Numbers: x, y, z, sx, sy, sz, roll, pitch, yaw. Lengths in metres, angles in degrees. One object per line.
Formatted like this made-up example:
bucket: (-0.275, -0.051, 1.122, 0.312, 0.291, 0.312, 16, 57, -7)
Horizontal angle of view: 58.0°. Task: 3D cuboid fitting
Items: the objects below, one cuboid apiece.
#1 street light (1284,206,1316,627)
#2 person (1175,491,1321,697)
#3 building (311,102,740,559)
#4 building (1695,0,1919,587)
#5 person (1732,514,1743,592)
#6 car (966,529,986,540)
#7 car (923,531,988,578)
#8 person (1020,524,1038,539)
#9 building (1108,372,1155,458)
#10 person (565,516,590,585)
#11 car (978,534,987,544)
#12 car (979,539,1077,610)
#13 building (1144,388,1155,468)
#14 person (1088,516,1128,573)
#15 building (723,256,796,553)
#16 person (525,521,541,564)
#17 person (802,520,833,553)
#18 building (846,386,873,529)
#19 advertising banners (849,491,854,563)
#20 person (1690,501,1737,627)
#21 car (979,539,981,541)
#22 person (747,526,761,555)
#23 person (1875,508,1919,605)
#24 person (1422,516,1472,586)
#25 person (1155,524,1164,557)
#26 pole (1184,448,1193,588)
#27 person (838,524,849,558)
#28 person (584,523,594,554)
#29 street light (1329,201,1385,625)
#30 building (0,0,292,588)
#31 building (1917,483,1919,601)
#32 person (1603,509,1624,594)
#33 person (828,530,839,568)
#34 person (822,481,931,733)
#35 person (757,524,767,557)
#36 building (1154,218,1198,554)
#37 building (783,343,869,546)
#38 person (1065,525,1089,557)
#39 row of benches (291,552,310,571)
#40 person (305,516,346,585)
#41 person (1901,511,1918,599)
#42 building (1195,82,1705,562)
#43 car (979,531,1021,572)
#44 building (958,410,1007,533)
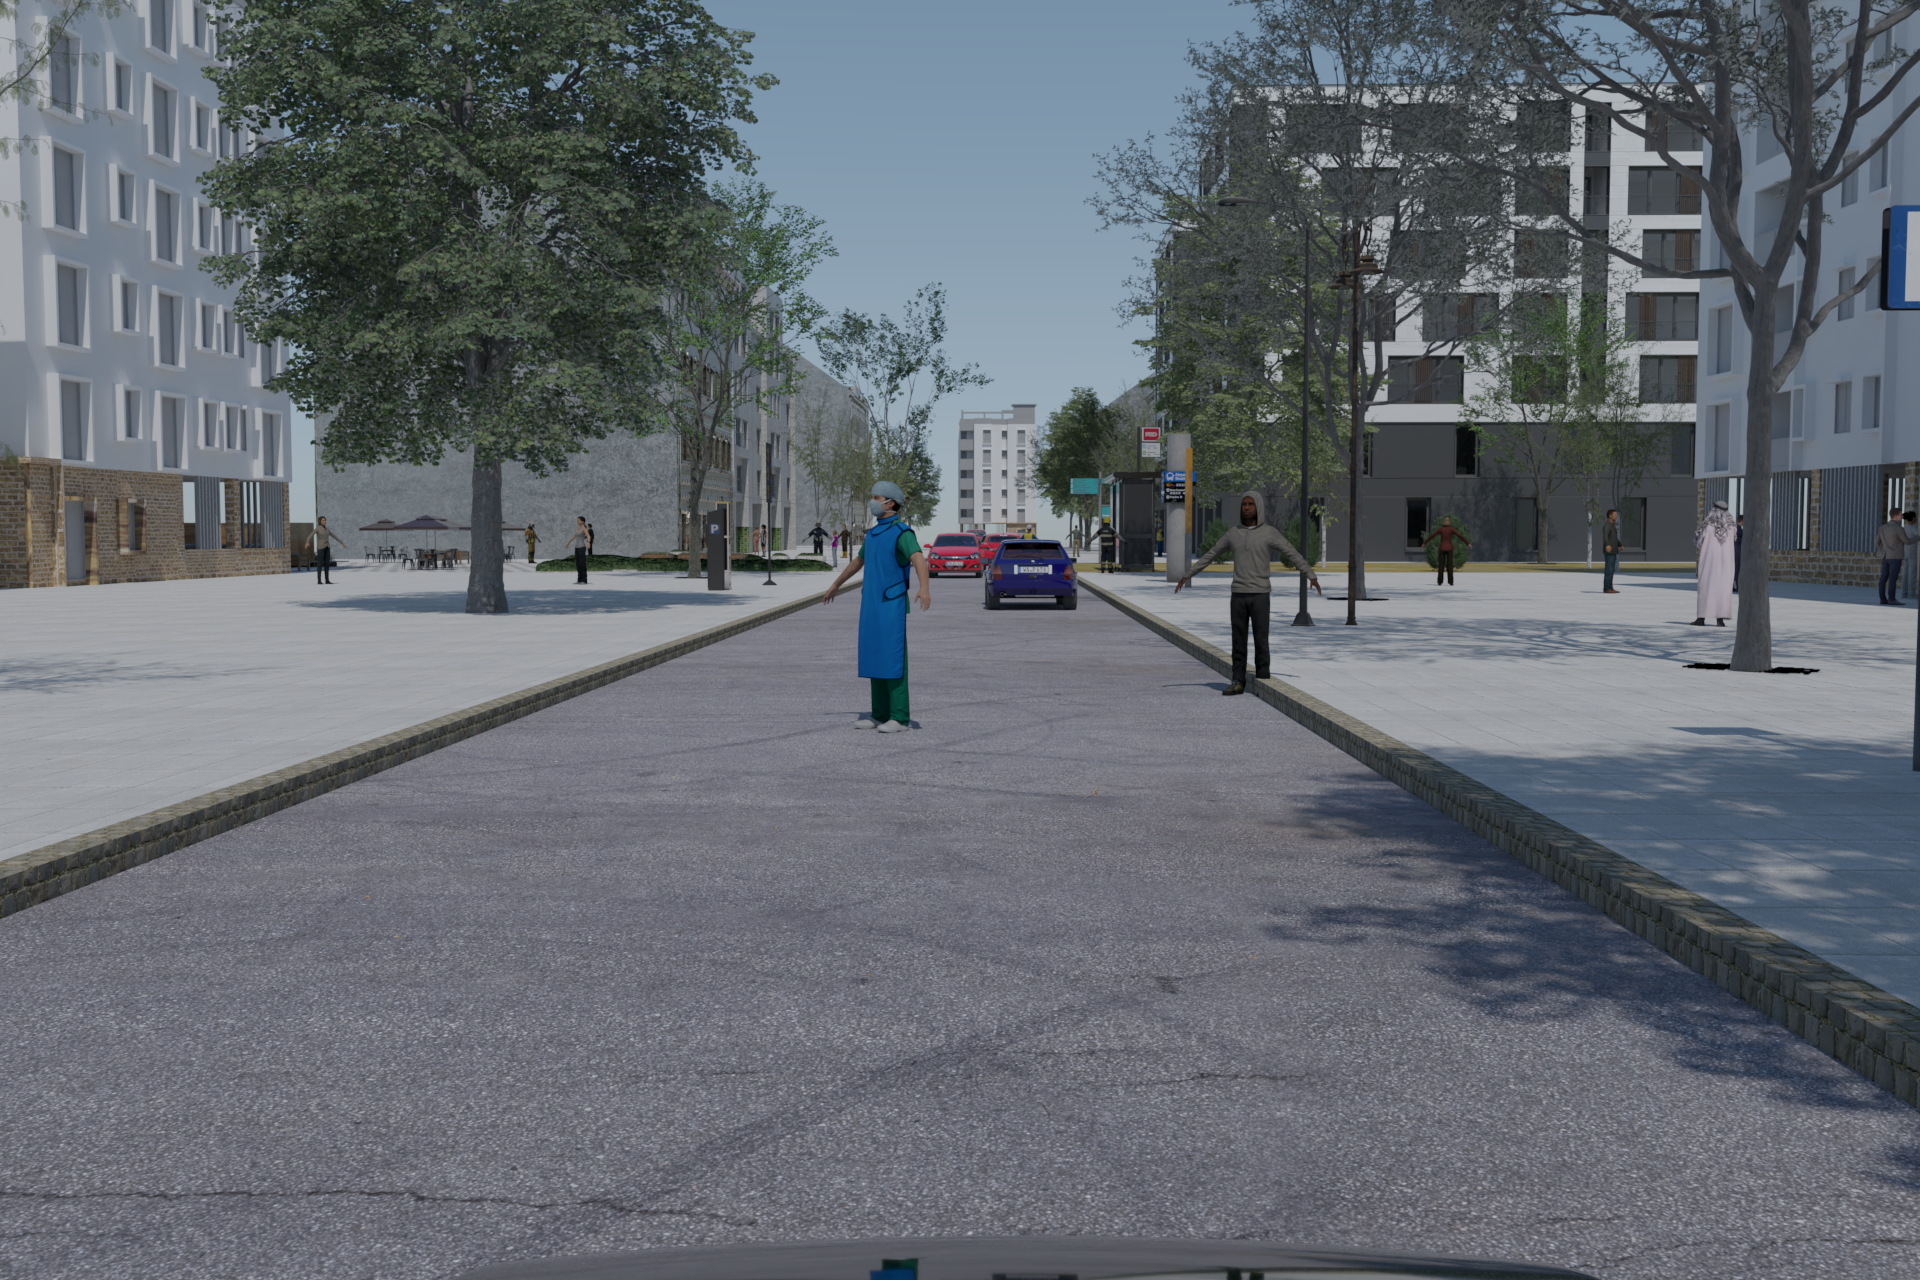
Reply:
street light: (5.328, -3.145, 23.961, 1.470, 5.913, 1.316, 0, 4, 2)
person: (2.563, -0.412, 15.326, 1.348, 1.813, 0.705, 2, 4, 29)
building: (-23.233, -16.224, 96.183, 19.493, 23.208, 18.063, 0, 4, 1)
building: (27.030, -11.801, 49.363, 16.016, 20.090, 11.380, 0, 4, 2)
person: (17.136, -1.905, 38.109, 0.530, 1.710, 0.541, 3, 5, 44)
car: (1.244, -7.772, 135.741, 2.281, 1.827, 5.304, 0, 4, 1)
car: (-0.121, -2.980, 57.765, 2.155, 1.783, 4.494, 0, 4, 2)
person: (2.508, -3.225, 61.646, 1.216, 1.772, 0.721, 2, 4, 28)
building: (27.265, -23.240, 210.895, 19.493, 23.208, 18.063, 0, 4, 1)
person: (-9.698, -2.274, 43.992, 0.721, 1.737, 1.217, -3, 5, -40)
car: (2.018, -5.852, 105.466, 2.009, 1.686, 4.222, 0, 4, 1)
car: (1.359, -1.314, 34.071, 1.945, 1.354, 3.894, 0, 3, 0)
building: (29.957, -21.569, 183.585, 19.493, 23.208, 18.063, 0, 4, 1)
person: (4.803, -3.105, 56.540, 1.351, 1.858, 0.704, 1, 4, 21)
building: (-22.030, -15.696, 123.087, 16.747, 18.905, 31.486, 0, 4, 2)
person: (-18.671, -4.268, 75.555, 0.705, 1.858, 1.354, 1, 4, 11)
person: (-5.887, -4.051, 72.021, 1.354, 1.856, 0.705, 0, 4, -6)
building: (-20.612, -21.810, 223.054, 16.747, 18.905, 31.486, 0, 4, 1)
advertising banners: (-4.345, -4.475, 69.353, 0.090, 3.025, 2.074, 0, 4, 1)
person: (10.513, -1.061, 24.066, 0.551, 1.740, 0.621, -1, 4, -9)
car: (0.408, -6.534, 118.623, 2.131, 1.459, 4.920, 0, 4, 1)
person: (-11.574, -5.577, 97.989, 0.721, 1.733, 1.217, 3, 5, 43)
person: (17.029, -1.513, 31.319, 0.750, 1.759, 0.617, 0, 4, 3)
person: (12.083, -2.215, 43.019, 1.215, 1.729, 0.721, 1, 4, 22)
person: (11.014, -5.489, 95.708, 0.705, 1.833, 1.349, -1, 4, -17)
pole: (5.441, -2.900, 41.251, 0.158, 3.312, 0.155, 0, 3, 0)
person: (-6.153, -5.249, 91.957, 0.704, 1.812, 1.346, -3, 4, -38)
person: (-18.415, -4.884, 86.044, 0.705, 1.806, 1.347, 1, 4, 10)
street light: (5.510, -3.145, 24.207, 0.468, 5.910, 1.993, 0, 4, 1)
building: (-26.794, -11.382, 42.508, 16.016, 20.090, 11.380, 0, 4, 1)
building: (27.398, -11.762, 23.239, 19.493, 23.208, 18.063, 0, 4, 1)
person: (14.095, -1.919, 37.448, 0.705, 1.821, 1.348, 2, 4, 33)
person: (-4.845, -3.481, 66.173, 0.599, 1.433, 0.991, 1, 4, 16)
person: (-0.563, -0.247, 12.616, 0.704, 1.817, 1.347, -2, 4, -35)
person: (-10.957, -5.517, 96.344, 0.704, 1.843, 1.345, -2, 4, -26)
building: (28.124, -17.368, 127.945, 27.936, 21.610, 32.646, 0, 4, 1)
building: (-20.685, -22.380, 196.843, 19.493, 23.208, 18.063, 0, 4, 2)
person: (6.531, -5.559, 97.165, 1.348, 1.796, 0.705, 1, 4, 15)
row of benches: (-24.744, -2.757, 60.545, 4.104, 0.672, 1.422, 1, 4, 13)
person: (-16.161, -2.283, 44.093, 0.721, 1.744, 1.215, 2, 4, 32)
person: (19.051, -1.699, 34.556, 0.721, 1.739, 1.217, 0, 4, -4)
building: (26.713, -15.360, 95.112, 27.936, 21.610, 32.646, 0, 4, 1)
car: (1.667, -3.521, 66.605, 2.155, 1.783, 4.494, 0, 4, 1)
building: (0.113, -24.217, 254.823, 11.380, 20.090, 16.016, 0, 4, -4)
